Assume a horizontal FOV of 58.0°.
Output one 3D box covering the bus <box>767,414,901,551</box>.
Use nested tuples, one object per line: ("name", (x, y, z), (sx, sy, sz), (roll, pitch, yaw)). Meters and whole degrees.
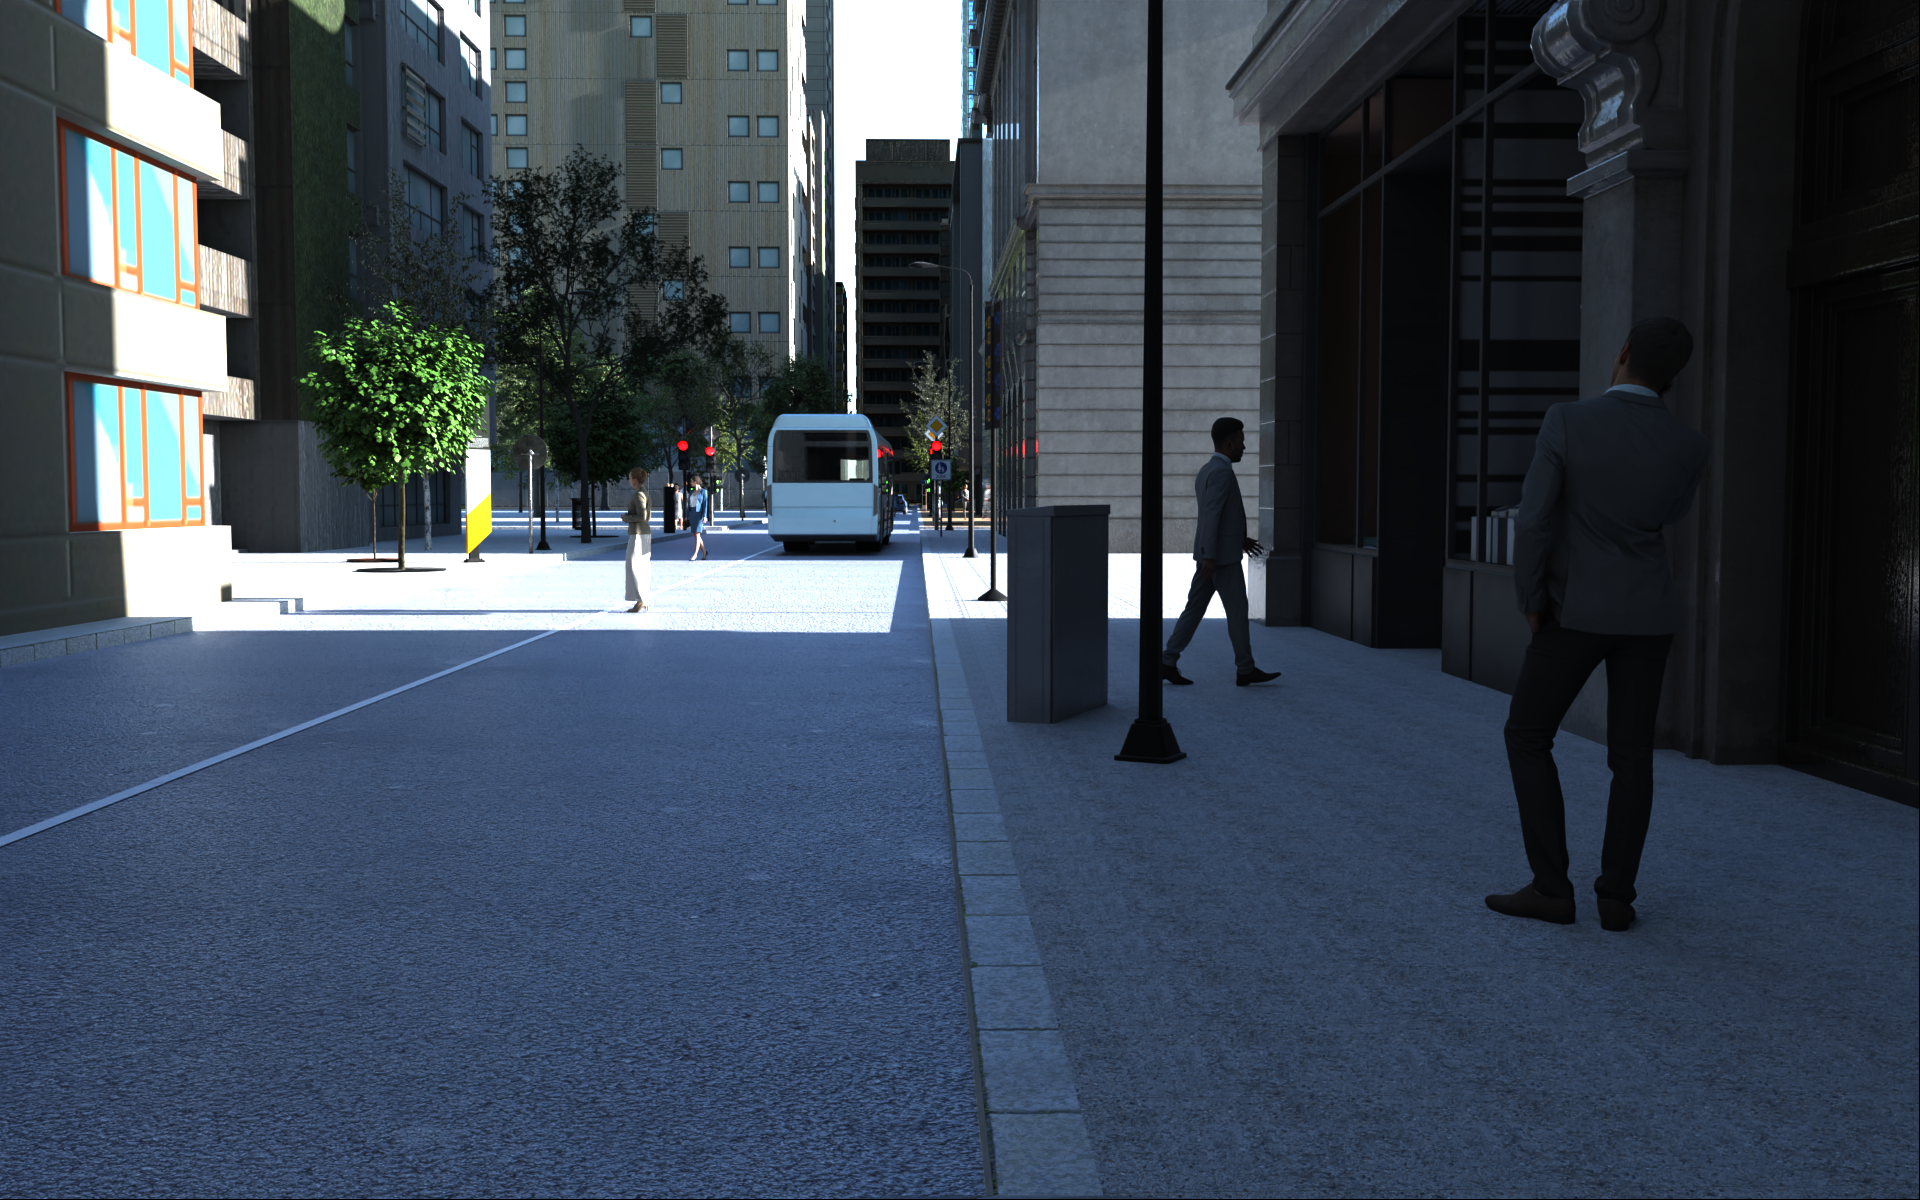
("bus", (-3.211, -3.152, 46.400), (2.948, 3.499, 13.247), (0, 4, 0))

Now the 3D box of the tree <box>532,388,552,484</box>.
("tree", (-27.227, -9.936, 112.821), (4.360, 8.622, 3.978), (0, 3, 0))

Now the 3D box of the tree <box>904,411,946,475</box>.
("tree", (-2.642, -12.077, 147.821), (4.737, 8.622, 4.395), (0, 3, 0))

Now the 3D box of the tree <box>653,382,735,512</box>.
("tree", (-16.618, -9.537, 106.297), (4.737, 8.622, 4.395), (0, 3, 0))

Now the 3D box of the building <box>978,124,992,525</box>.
("building", (15.895, -18.176, 74.671), (29.804, 29.767, 11.434), (0, 4, -1))

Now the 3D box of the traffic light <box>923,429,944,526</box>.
("traffic light", (-1.054, -4.919, 69.347), (0.839, 4.253, 0.868), (0, 4, -1))

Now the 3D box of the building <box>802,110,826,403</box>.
("building", (-21.289, -30.297, 178.954), (14.154, 41.232, 14.086), (0, 4, -1))

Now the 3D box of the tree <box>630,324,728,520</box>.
("tree", (-11.618, -7.499, 72.972), (4.360, 8.622, 3.978), (0, 3, 0))

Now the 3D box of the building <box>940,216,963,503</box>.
("building", (4.876, -25.068, 181.567), (14.160, 30.474, 14.107), (0, 4, -1))

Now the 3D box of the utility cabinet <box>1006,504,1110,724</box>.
("utility cabinet", (0.577, 0.062, 10.146), (0.306, 1.237, 1.020), (1, 4, 23))

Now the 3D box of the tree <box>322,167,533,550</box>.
("tree", (-12.146, -5.432, 39.184), (4.360, 8.622, 3.978), (0, 3, 0))

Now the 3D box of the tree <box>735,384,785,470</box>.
("tree", (-12.408, -10.065, 114.930), (4.737, 8.622, 4.395), (0, 3, 0))

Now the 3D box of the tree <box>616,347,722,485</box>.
("tree", (-19.395, -11.602, 115.453), (9.928, 11.665, 9.643), (0, 3, 0))

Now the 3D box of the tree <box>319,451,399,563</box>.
("tree", (-11.225, -2.331, 32.707), (1.663, 3.219, 1.824), (0, 3, 0))

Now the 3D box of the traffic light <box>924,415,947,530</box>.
("traffic light", (-0.850, -4.431, 61.365), (0.839, 4.253, 0.868), (0, 4, -1))

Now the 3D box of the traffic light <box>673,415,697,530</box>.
("traffic light", (-9.708, -4.416, 61.123), (0.839, 4.253, 0.868), (0, 4, -1))

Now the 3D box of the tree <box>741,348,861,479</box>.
("tree", (-12.387, -13.406, 136.201), (9.611, 12.733, 9.660), (0, 3, 0))

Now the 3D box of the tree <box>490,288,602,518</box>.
("tree", (-22.682, -10.744, 93.798), (7.486, 12.596, 7.792), (0, 3, 0))

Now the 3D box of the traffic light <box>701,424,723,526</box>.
("traffic light", (-9.912, -4.904, 69.105), (0.839, 4.253, 0.868), (0, 4, -1))

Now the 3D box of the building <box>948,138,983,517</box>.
("building", (6.668, -17.598, 106.798), (14.314, 24.678, 30.058), (0, 4, -1))

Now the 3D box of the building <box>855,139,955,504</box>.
("building", (-3.520, -37.653, 239.331), (21.600, 48.544, 21.300), (0, 4, -1))

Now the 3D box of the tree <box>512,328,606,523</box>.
("tree", (-17.902, -7.796, 77.824), (4.737, 8.622, 4.395), (0, 3, 0))

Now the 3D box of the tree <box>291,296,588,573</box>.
("tree", (-9.373, -2.754, 28.745), (4.285, 4.588, 4.351), (0, 3, 0))

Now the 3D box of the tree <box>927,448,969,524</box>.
("tree", (-0.277, -4.815, 73.328), (1.663, 3.219, 1.824), (0, 3, 0))

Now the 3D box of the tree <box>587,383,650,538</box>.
("tree", (-10.844, -4.150, 51.568), (4.285, 4.588, 4.351), (0, 3, 0))

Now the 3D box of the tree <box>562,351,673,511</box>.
("tree", (-27.822, -13.359, 135.427), (9.611, 12.733, 9.660), (0, 3, 0))

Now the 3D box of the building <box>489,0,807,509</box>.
("building", (-28.010, -34.736, 157.173), (28.713, 52.752, 27.495), (0, 4, -1))

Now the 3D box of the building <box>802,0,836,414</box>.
("building", (-25.622, -47.031, 207.209), (20.611, 71.187, 20.563), (0, 4, -1))

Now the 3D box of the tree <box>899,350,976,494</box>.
("tree", (-1.052, -8.433, 88.241), (4.360, 8.622, 3.978), (0, 3, 0))

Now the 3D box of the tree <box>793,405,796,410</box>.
("tree", (-12.110, -9.731, 93.513), (7.601, 10.594, 8.767), (0, 4, -1))

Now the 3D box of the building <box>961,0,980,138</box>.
("building", (9.131, -54.423, 202.484), (22.319, 86.520, 31.000), (0, 4, -1))

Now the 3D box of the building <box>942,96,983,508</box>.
("building", (13.251, -28.775, 162.354), (32.217, 40.220, 23.993), (0, 4, -1))

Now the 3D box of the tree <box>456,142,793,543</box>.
("tree", (-9.701, -6.784, 45.335), (8.767, 10.594, 7.601), (1, 4, 9))

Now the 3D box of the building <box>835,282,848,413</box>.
("building", (-22.376, -28.365, 235.462), (14.107, 30.474, 14.160), (0, 4, -1))

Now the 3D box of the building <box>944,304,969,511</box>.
("building", (7.114, -16.461, 136.585), (16.820, 18.784, 16.811), (0, 4, -1))
